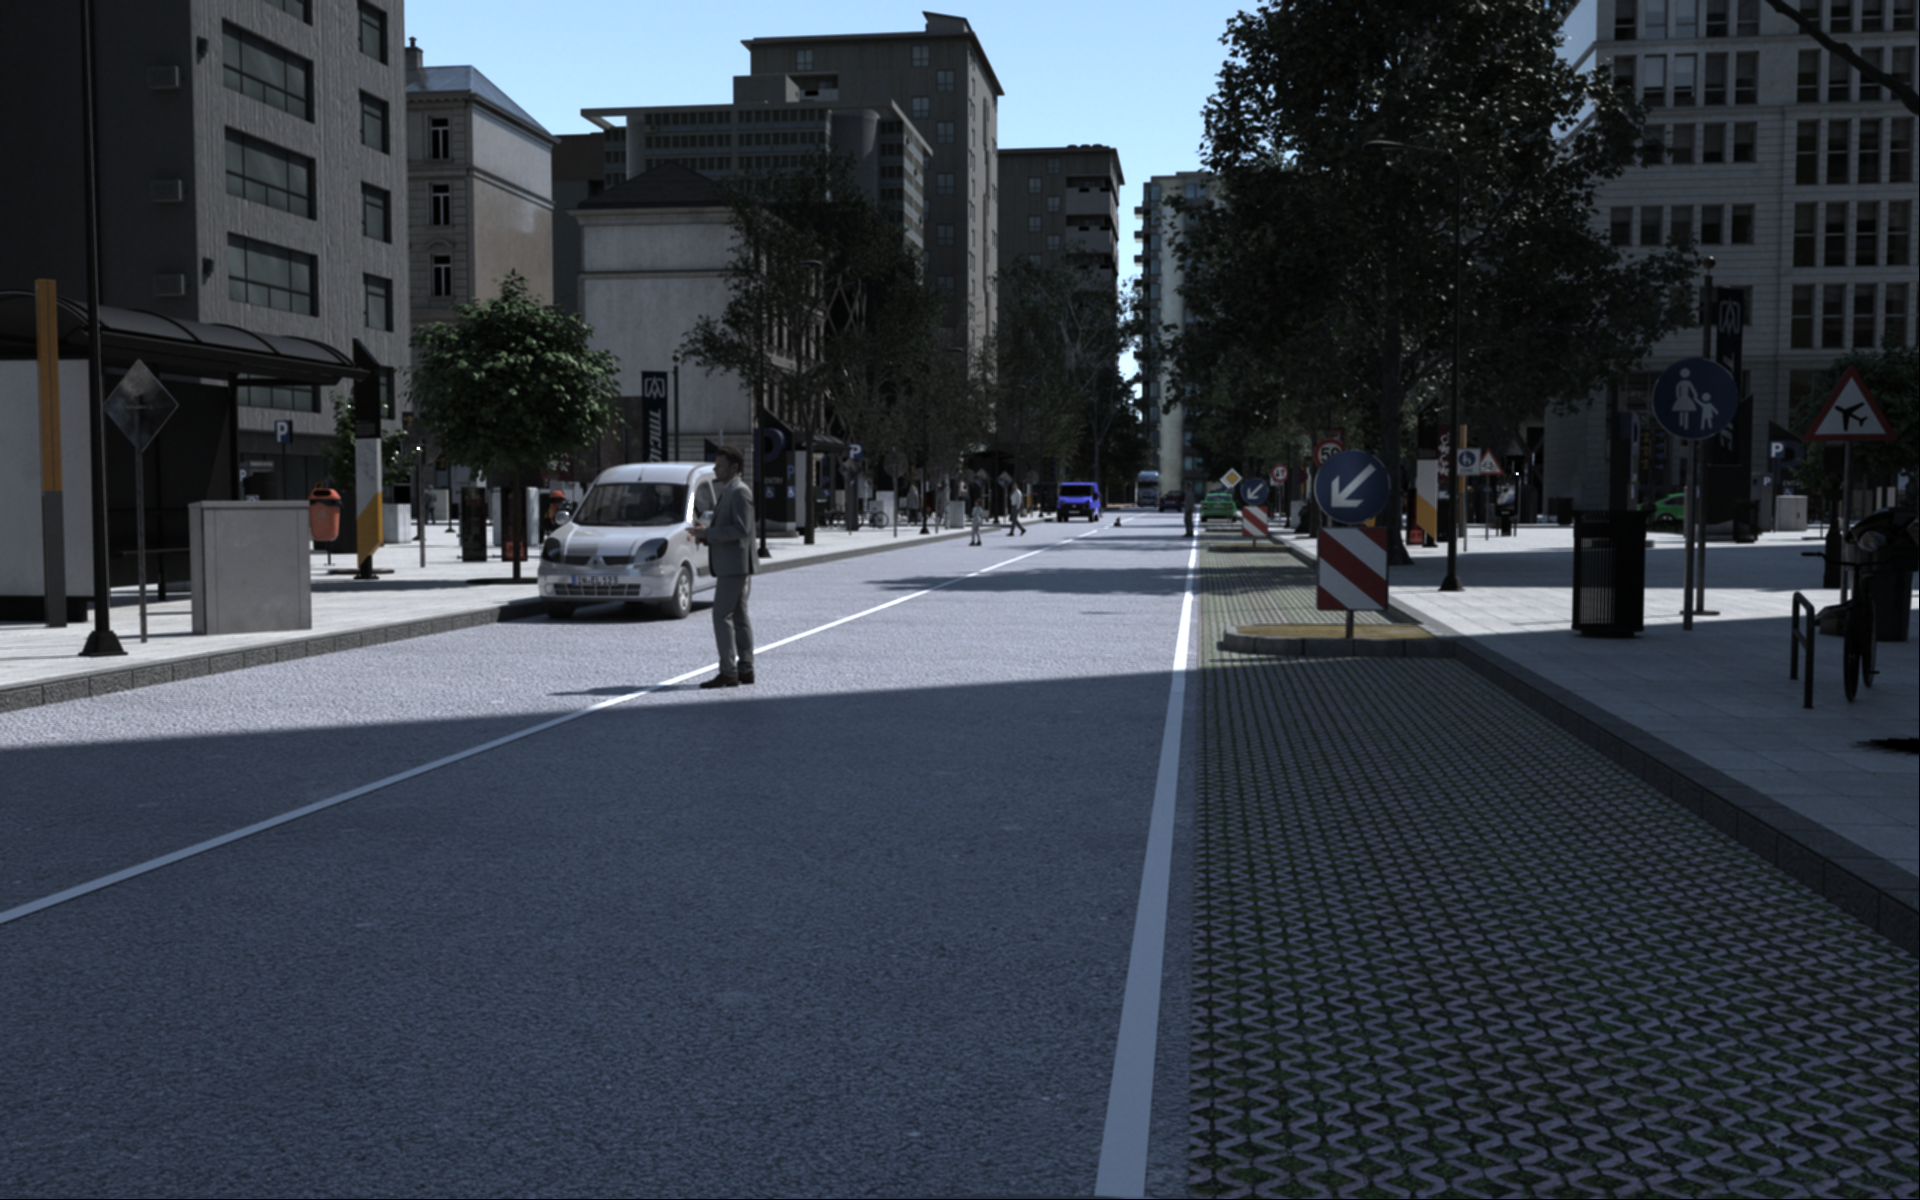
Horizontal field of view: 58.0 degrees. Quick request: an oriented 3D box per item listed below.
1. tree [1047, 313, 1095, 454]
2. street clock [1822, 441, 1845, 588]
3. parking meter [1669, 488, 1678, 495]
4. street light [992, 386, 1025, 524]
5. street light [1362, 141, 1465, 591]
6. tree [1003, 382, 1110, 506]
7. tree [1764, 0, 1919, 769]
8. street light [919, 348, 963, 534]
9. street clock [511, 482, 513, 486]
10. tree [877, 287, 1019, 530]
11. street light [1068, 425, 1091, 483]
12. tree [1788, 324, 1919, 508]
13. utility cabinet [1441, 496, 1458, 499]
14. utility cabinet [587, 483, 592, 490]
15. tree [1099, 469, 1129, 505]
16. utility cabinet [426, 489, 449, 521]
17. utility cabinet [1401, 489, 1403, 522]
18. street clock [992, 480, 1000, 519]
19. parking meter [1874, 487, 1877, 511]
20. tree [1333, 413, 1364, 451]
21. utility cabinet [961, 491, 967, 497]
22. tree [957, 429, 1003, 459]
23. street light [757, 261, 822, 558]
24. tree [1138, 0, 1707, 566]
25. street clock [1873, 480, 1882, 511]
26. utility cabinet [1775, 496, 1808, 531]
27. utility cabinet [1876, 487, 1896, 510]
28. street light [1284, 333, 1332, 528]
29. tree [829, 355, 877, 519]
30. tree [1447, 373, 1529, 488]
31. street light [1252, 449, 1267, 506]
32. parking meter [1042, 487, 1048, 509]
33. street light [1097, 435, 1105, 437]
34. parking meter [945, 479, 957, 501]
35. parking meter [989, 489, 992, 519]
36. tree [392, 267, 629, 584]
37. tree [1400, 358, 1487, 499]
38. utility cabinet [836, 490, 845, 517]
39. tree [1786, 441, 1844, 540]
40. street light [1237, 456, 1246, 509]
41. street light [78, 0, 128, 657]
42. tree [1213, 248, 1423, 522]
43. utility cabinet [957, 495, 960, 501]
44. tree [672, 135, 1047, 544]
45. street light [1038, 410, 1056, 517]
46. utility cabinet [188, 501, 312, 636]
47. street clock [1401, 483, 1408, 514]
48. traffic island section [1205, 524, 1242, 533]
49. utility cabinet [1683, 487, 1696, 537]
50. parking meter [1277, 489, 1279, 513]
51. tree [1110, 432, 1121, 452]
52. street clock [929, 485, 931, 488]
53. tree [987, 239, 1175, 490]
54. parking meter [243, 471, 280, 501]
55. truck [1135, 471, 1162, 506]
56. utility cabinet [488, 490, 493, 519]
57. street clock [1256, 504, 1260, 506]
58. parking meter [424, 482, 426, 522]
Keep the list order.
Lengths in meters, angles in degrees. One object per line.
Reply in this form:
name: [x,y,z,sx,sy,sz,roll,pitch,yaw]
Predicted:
tree: [2.793,-9.015,81.802,7.601,10.594,8.767,1,4,17]
street clock: [11.933,-1.166,23.627,0.358,2.002,0.471,3,5,40]
parking meter: [29.293,-3.837,71.138,0.372,1.533,0.369,0,3,0]
street light: [2.110,-6.238,74.533,1.470,5.913,1.316,0,4,8]
street light: [5.989,-3.079,22.889,1.470,5.913,1.316,0,4,8]
tree: [6.167,-9.792,110.461,4.737,8.622,4.395,0,3,0]
tree: [4.946,-5.044,8.220,9.928,11.665,9.643,0,3,0]
street light: [-0.600,-5.064,55.345,1.470,5.913,1.316,0,4,8]
street clock: [-24.585,-5.573,95.696,0.471,2.002,0.358,3,4,36]
tree: [-0.222,-6.850,62.355,4.360,8.622,3.978,0,3,0]
street light: [7.804,-8.768,115.890,1.470,5.913,1.316,0,4,8]
tree: [17.994,-3.060,33.744,4.285,4.588,4.351,0,3,0]
utility cabinet: [18.061,-3.232,64.004,0.306,1.237,1.020,0,4,-4]
utility cabinet: [-6.826,-1.580,34.516,1.173,1.500,0.318,1,4,17]
tree: [17.500,-13.091,197.756,4.285,4.588,4.351,0,3,0]
utility cabinet: [-24.893,-4.524,82.653,1.173,1.500,0.318,1,4,19]
utility cabinet: [19.740,-4.249,78.157,0.318,1.500,1.173,0,4,7]
street clock: [1.858,-5.188,89.391,0.358,2.002,0.471,2,4,35]
parking meter: [40.858,-4.362,77.030,0.399,1.863,0.255,2,4,28]
tree: [30.471,-11.623,140.395,4.737,8.622,4.395,0,3,0]
utility cabinet: [0.651,-7.774,135.783,1.173,1.500,0.318,1,4,9]
tree: [1.309,-11.707,141.764,4.737,8.622,4.395,0,3,0]
street light: [-3.439,-3.800,34.672,1.470,5.913,1.316,0,4,8]
tree: [7.900,-6.989,31.279,9.611,12.733,9.660,0,3,0]
street clock: [32.760,-3.497,61.749,0.358,2.002,0.471,0,4,4]
utility cabinet: [28.575,-2.959,59.545,1.020,1.237,0.306,0,4,-7]
utility cabinet: [29.577,-2.810,54.616,1.173,1.500,0.318,3,4,37]
street light: [8.770,-4.352,43.691,1.470,5.913,1.316,0,4,8]
tree: [-4.698,-8.575,90.570,4.360,8.622,3.978,0,3,0]
tree: [25.136,-8.002,81.202,4.360,8.622,3.978,0,3,0]
street light: [11.756,-5.641,64.779,1.470,5.913,1.316,0,4,8]
parking meter: [6.726,-8.056,137.428,0.399,1.863,0.255,-1,4,-13]
street light: [10.802,-10.074,137.245,1.470,5.913,1.316,0,4,8]
parking meter: [-0.340,-3.715,66.453,0.399,1.863,0.255,3,5,40]
parking meter: [1.464,-4.996,90.100,0.372,1.533,0.369,0,3,0]
tree: [-6.552,-2.533,25.125,4.285,4.588,4.351,0,3,0]
tree: [25.068,-8.527,89.773,4.737,8.622,4.395,0,3,0]
utility cabinet: [-6.852,-5.378,96.613,1.173,1.500,0.318,3,5,45]
tree: [24.255,-3.325,48.967,1.663,3.219,1.824,0,3,0]
street light: [14.424,-6.862,84.733,1.470,5.913,1.316,0,4,8]
street light: [-6.292,-2.508,13.541,1.470,5.913,1.316,0,4,8]
tree: [12.262,-8.609,58.880,7.486,12.596,7.792,0,3,0]
utility cabinet: [-0.548,-7.771,138.217,1.020,1.237,0.306,0,4,3]
tree: [-3.631,-6.719,44.265,8.767,10.594,7.601,3,4,37]
street light: [5.006,-7.503,95.211,1.470,5.913,1.316,0,4,8]
utility cabinet: [-6.593,-0.302,16.106,0.306,1.237,1.020,3,5,43]
street clock: [28.870,-6.607,112.602,0.358,2.002,0.471,3,5,43]
traffic island section: [10.311,-2.648,65.578,2.009,0.180,2.903,0,4,8]
utility cabinet: [21.722,-2.554,50.442,1.173,1.500,0.318,1,4,22]
parking meter: [21.603,-6.806,116.984,0.255,1.863,0.399,-2,4,-29]
tree: [15.554,-14.380,185.472,4.737,8.622,4.395,0,3,0]
street clock: [-2.591,-8.393,141.795,0.358,2.002,0.471,-2,4,-28]
tree: [8.691,-16.560,126.649,12.611,20.169,13.585,0,3,0]
parking meter: [-7.670,-0.650,19.046,0.372,1.533,0.369,0,3,0]
truck: [23.000,-13.374,208.416,2.967,4.110,18.799,1,4,9]
utility cabinet: [-22.935,-4.740,86.174,1.173,1.500,0.318,2,4,33]
street clock: [15.589,-5.257,90.527,0.358,2.002,0.471,-2,4,-34]
parking meter: [-24.439,-4.467,78.746,0.255,1.863,0.399,0,4,-7]
